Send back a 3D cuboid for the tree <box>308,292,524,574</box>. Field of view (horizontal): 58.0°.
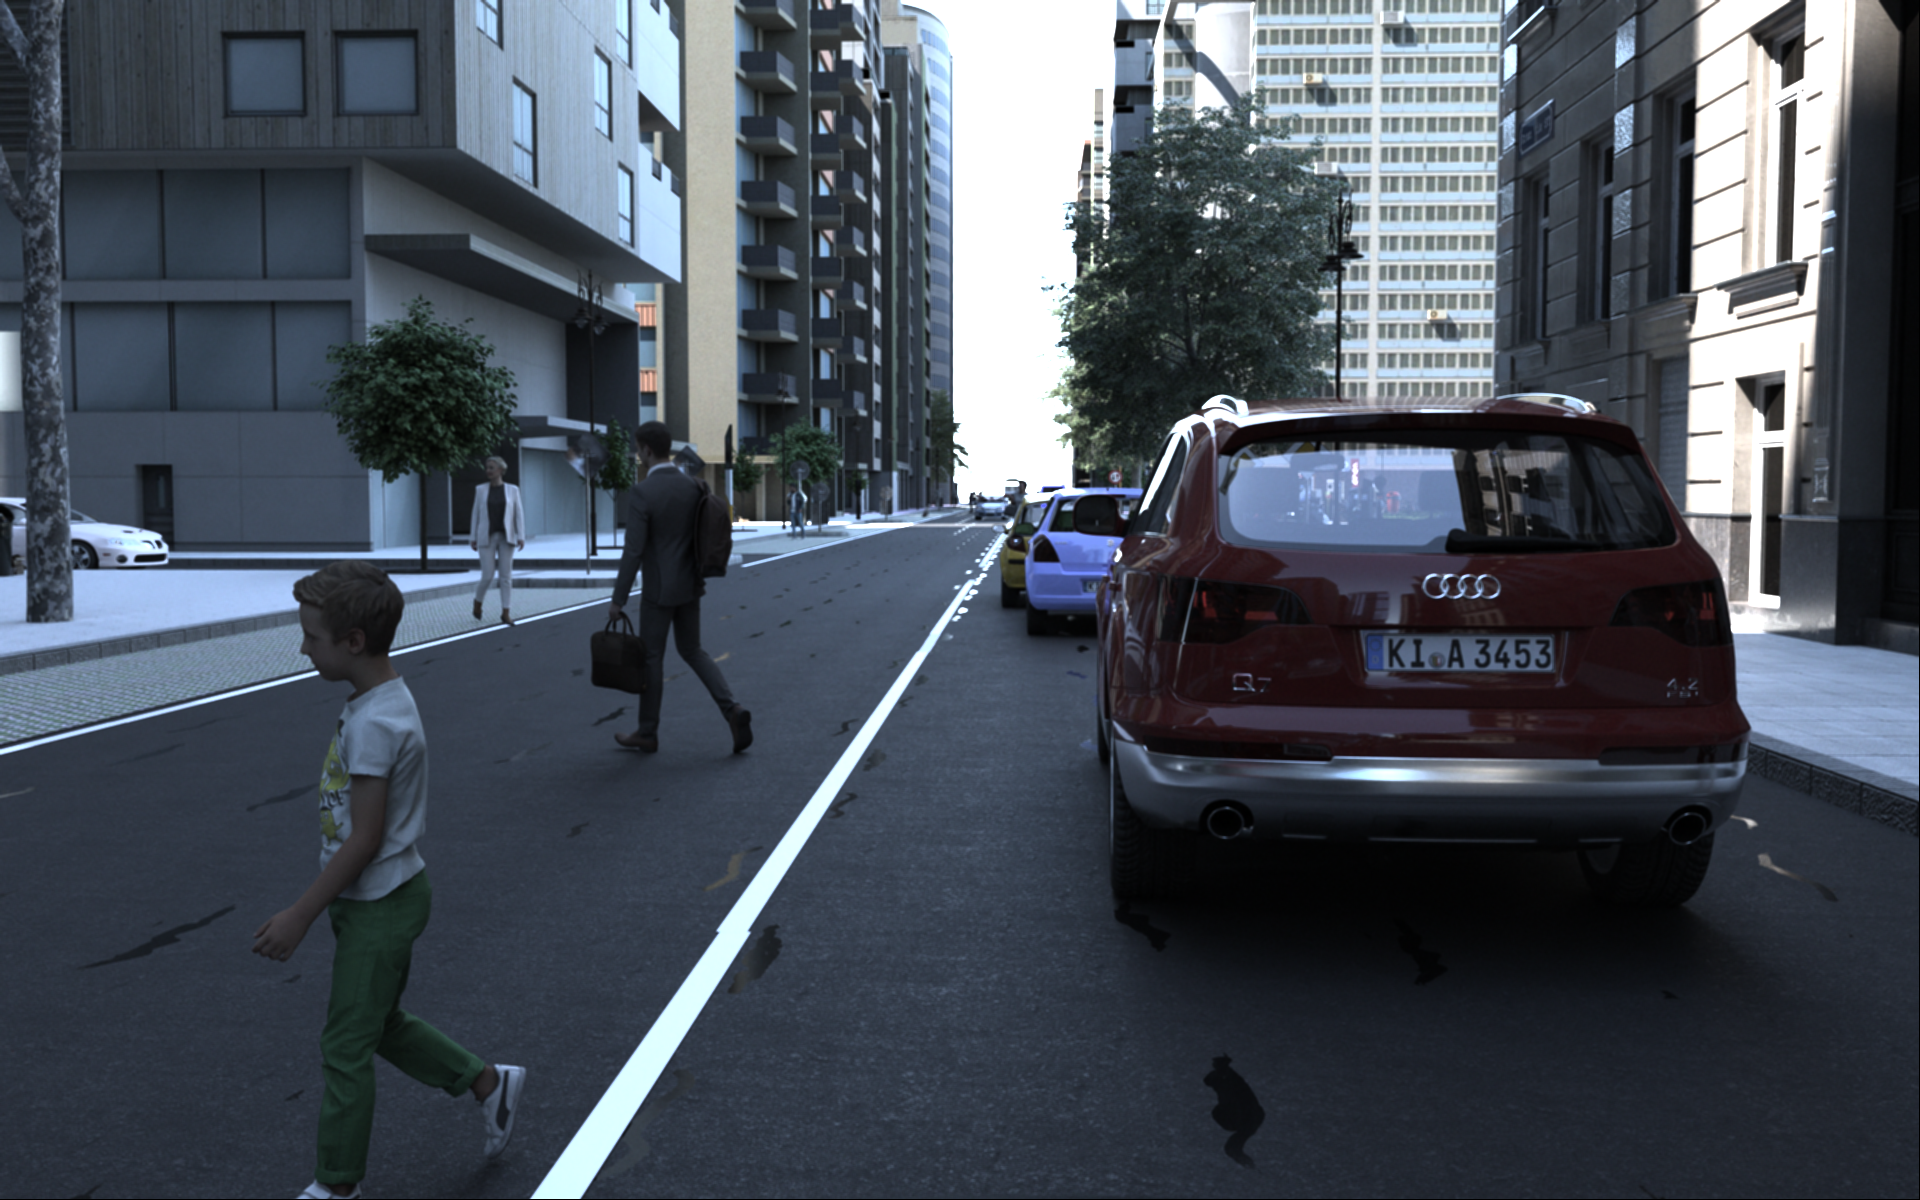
[{"bbox_3d":[-8.890,-2.728,28.311,4.285,4.588,4.351,0,3,0],"label":"tree"}]

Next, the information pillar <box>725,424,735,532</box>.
[{"bbox_3d":[-7.779,-4.096,58.328,0.183,3.616,0.504,-2,4,-28],"label":"information pillar"}]

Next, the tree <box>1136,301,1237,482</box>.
[{"bbox_3d":[8.317,-6.962,64.188,4.360,8.622,3.978,0,3,0],"label":"tree"}]

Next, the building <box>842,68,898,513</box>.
[{"bbox_3d":[-11.806,-21.205,118.405,14.160,30.474,14.107,0,4,2],"label":"building"}]

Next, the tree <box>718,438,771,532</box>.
[{"bbox_3d":[-7.546,-3.983,59.723,1.663,3.219,1.824,0,3,0],"label":"tree"}]

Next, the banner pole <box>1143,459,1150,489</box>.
[{"bbox_3d":[11.703,-7.164,107.141,0.863,3.779,0.401,1,4,20],"label":"banner pole"}]

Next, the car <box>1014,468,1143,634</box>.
[{"bbox_3d":[1.556,-0.572,18.952,1.945,1.707,3.694,0,4,2],"label":"car"}]

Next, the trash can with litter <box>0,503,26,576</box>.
[{"bbox_3d":[-15.139,-0.968,27.221,0.624,1.170,1.055,-1,4,-10],"label":"trash can with litter"}]

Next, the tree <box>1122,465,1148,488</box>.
[{"bbox_3d":[9.796,-6.323,97.979,1.663,3.219,1.824,0,3,0],"label":"tree"}]

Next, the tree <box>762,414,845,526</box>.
[{"bbox_3d":[-6.372,-5.322,70.729,4.285,4.588,4.351,0,3,0],"label":"tree"}]

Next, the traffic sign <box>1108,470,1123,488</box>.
[{"bbox_3d":[8.112,-5.524,90.422,0.768,2.556,0.104,1,4,11],"label":"traffic sign"}]

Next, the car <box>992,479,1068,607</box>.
[{"bbox_3d":[1.427,-0.802,23.336,2.015,1.641,3.980,0,4,3],"label":"car"}]

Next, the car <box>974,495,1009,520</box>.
[{"bbox_3d":[1.792,-5.224,97.412,2.014,1.417,4.499,0,4,4],"label":"car"}]

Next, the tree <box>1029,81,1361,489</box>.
[{"bbox_3d":[7.500,-8.993,53.696,9.857,13.997,8.962,0,3,0],"label":"tree"}]

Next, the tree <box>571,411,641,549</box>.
[{"bbox_3d":[-8.047,-2.821,40.721,1.663,3.219,1.824,0,3,0],"label":"tree"}]

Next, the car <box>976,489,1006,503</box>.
[{"bbox_3d":[2.301,-7.388,129.459,2.281,1.827,5.304,0,4,0],"label":"car"}]

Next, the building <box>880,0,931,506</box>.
[{"bbox_3d":[-14.156,-33.460,170.780,21.300,48.544,21.600,0,4,2],"label":"building"}]

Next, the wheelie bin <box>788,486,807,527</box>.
[{"bbox_3d":[-6.390,-3.674,67.978,0.693,1.594,0.980,0,4,4],"label":"wheelie bin"}]

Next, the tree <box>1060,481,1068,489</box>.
[{"bbox_3d":[15.843,-16.594,265.915,1.663,3.219,1.824,0,3,0],"label":"tree"}]

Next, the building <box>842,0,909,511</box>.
[{"bbox_3d":[-14.551,-42.612,134.950,20.563,71.187,20.611,0,4,2],"label":"building"}]

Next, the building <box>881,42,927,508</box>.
[{"bbox_3d":[-10.430,-28.711,153.027,14.154,41.232,14.086,0,4,2],"label":"building"}]

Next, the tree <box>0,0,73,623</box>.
[{"bbox_3d":[-10.189,-9.912,17.954,12.611,20.169,13.585,0,3,0],"label":"tree"}]

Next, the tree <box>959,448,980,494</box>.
[{"bbox_3d":[1.471,-19.379,267.203,4.360,8.622,3.978,0,3,0],"label":"tree"}]

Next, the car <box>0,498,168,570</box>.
[{"bbox_3d":[-16.682,-1.138,30.973,4.827,1.381,2.083,0,4,4],"label":"car"}]

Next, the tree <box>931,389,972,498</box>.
[{"bbox_3d":[-2.480,-16.448,187.057,7.486,12.596,7.792,0,3,0],"label":"tree"}]

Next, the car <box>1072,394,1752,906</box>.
[{"bbox_3d":[1.635,0.064,7.620,2.281,1.827,5.304,0,4,4],"label":"car"}]

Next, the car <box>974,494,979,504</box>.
[{"bbox_3d":[2.865,-13.879,237.147,2.015,1.641,3.980,0,4,4],"label":"car"}]

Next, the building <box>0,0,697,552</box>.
[{"bbox_3d":[-23.573,-28.137,49.286,28.713,52.752,27.495,0,4,2],"label":"building"}]

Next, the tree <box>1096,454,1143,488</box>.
[{"bbox_3d":[10.484,-7.784,110.978,4.285,4.588,4.351,0,3,0],"label":"tree"}]

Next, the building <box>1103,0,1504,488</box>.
[{"bbox_3d":[27.145,-26.822,130.423,32.217,40.220,23.993,0,4,2],"label":"building"}]

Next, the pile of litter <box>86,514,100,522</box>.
[{"bbox_3d":[-18.199,-1.345,35.958,1.719,0.858,1.176,0,4,0],"label":"pile of litter"}]

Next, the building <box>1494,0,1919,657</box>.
[{"bbox_3d":[13.008,-13.180,12.755,12.463,27.353,25.104,0,4,2],"label":"building"}]

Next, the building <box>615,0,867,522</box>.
[{"bbox_3d":[-16.655,-26.683,90.894,22.147,44.769,28.867,0,4,2],"label":"building"}]

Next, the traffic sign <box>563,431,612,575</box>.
[{"bbox_3d":[-5.920,-1.462,27.544,0.795,2.450,0.064,0,4,2],"label":"traffic sign"}]

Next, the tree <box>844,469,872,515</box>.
[{"bbox_3d":[-6.566,-6.980,108.729,1.663,3.219,1.824,0,3,0],"label":"tree"}]

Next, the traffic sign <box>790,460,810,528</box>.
[{"bbox_3d":[-6.072,-4.007,65.626,0.768,2.556,0.104,0,4,4],"label":"traffic sign"}]

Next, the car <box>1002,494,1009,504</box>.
[{"bbox_3d":[4.887,-11.994,208.103,2.014,1.417,4.499,0,4,0],"label":"car"}]

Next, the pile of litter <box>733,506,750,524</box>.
[{"bbox_3d":[-9.791,-3.791,75.956,1.176,0.858,1.719,0,4,4],"label":"pile of litter"}]

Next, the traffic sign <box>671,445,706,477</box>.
[{"bbox_3d":[-5.594,-1.950,35.523,0.795,2.450,0.064,0,4,2],"label":"traffic sign"}]

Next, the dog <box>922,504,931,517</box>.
[{"bbox_3d":[-2.100,-5.483,106.490,0.513,0.831,0.800,-1,4,-16],"label":"dog"}]
